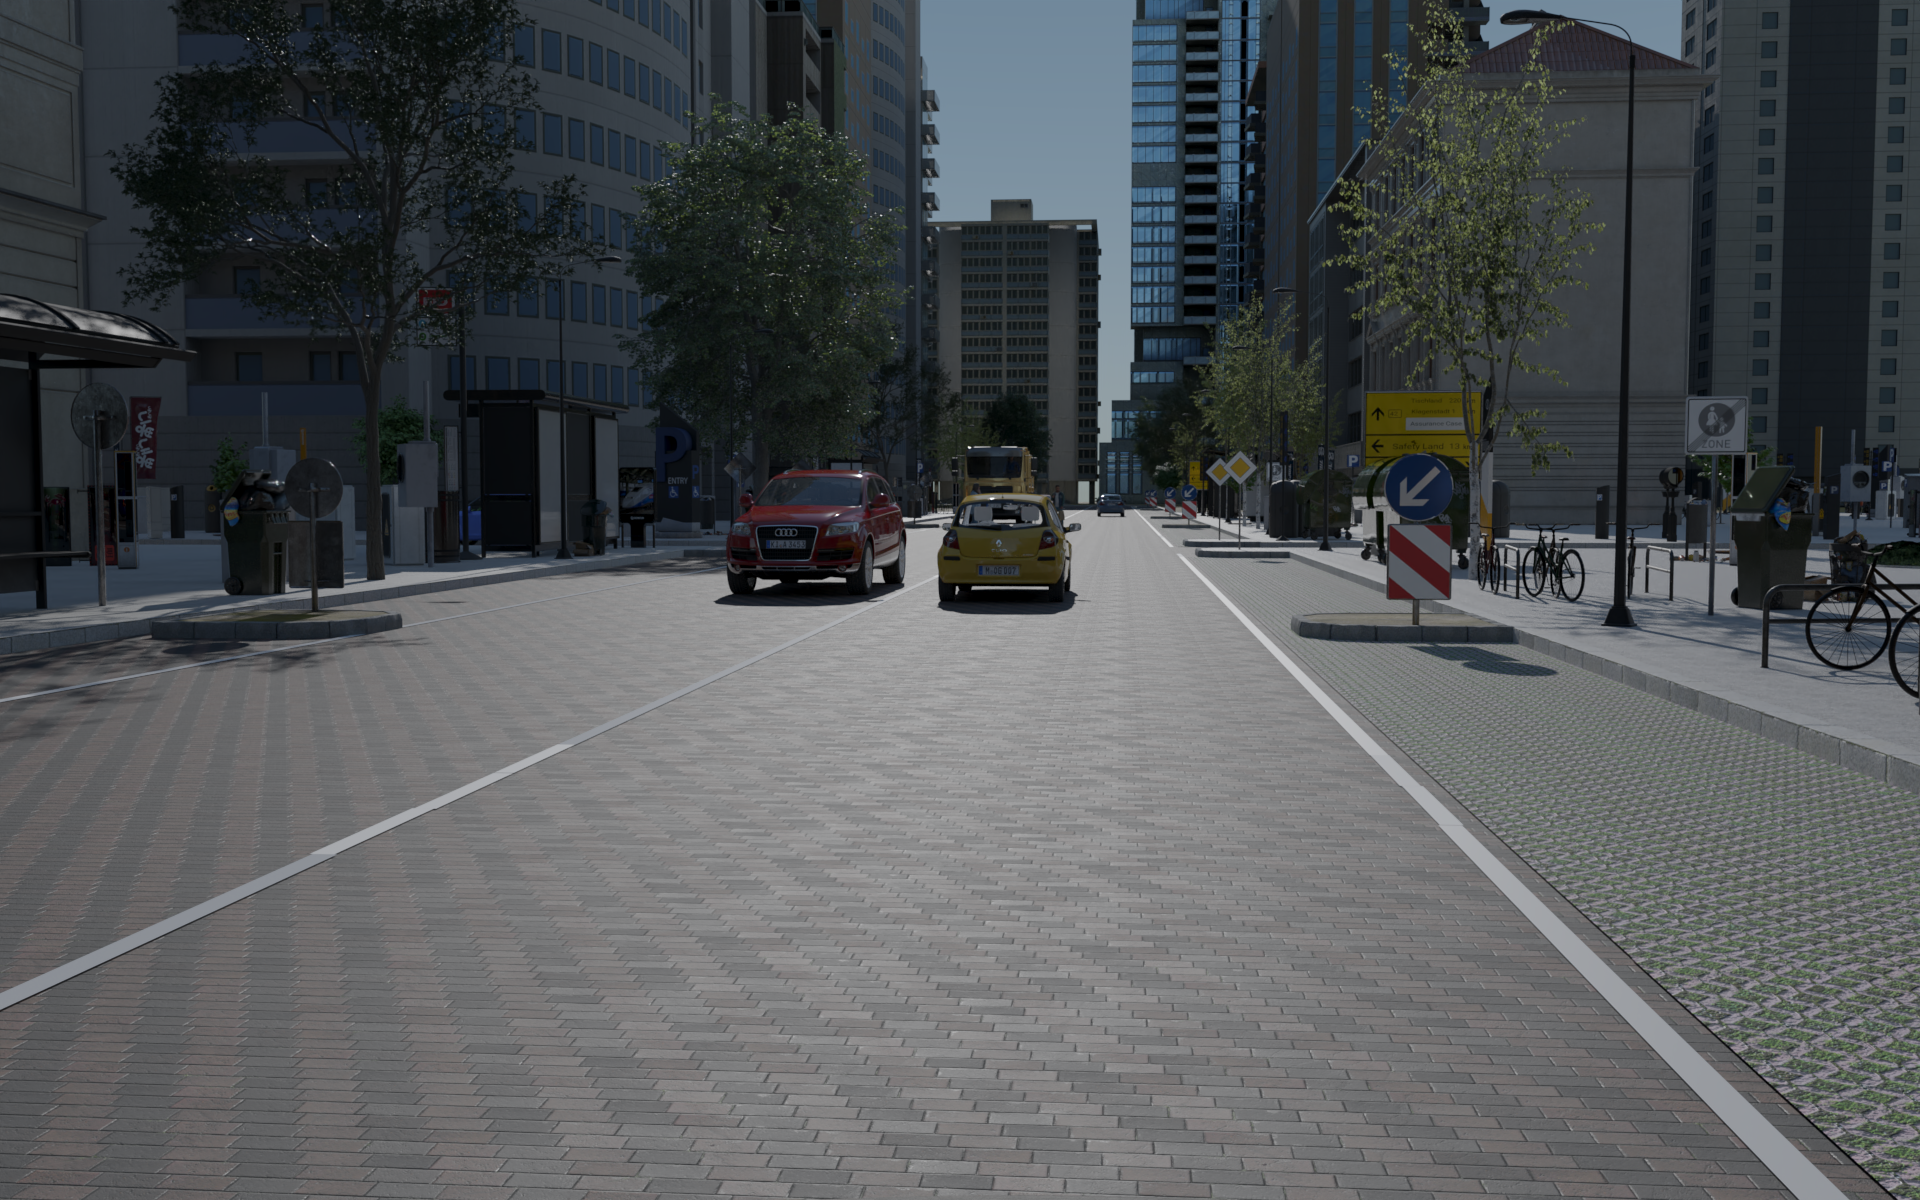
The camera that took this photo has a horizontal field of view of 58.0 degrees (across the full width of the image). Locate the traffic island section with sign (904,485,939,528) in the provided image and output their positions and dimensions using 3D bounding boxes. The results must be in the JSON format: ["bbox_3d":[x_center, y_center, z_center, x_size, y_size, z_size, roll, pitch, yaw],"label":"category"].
[{"bbox_3d":[-1.909,-3.966,73.478,1.989,1.847,2.006,0,4,5],"label":"traffic island section with sign"}]

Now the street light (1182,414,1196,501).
[{"bbox_3d":[13.542,-7.806,100.174,1.470,5.913,1.316,0,4,5],"label":"street light"}]

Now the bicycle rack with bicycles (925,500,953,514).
[{"bbox_3d":[-1.760,-5.991,111.328,2.852,0.926,2.925,1,4,21],"label":"bicycle rack with bicycles"}]

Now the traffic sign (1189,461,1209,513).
[{"bbox_3d":[15.137,-6.854,105.935,2.265,3.308,0.079,1,4,14],"label":"traffic sign"}]

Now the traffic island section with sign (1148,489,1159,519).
[{"bbox_3d":[11.956,-5.564,99.600,1.989,1.847,2.006,0,4,5],"label":"traffic island section with sign"}]

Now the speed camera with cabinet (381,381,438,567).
[{"bbox_3d":[-9.834,-2.233,30.854,0.660,3.252,2.038,-2,4,-30],"label":"speed camera with cabinet"}]

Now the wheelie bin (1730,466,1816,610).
[{"bbox_3d":[9.114,-0.706,19.450,0.693,1.594,0.980,-1,4,-10],"label":"wheelie bin"}]

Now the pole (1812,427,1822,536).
[{"bbox_3d":[25.973,-3.586,52.470,0.158,3.312,0.155,0,3,0],"label":"pole"}]

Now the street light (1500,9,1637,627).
[{"bbox_3d":[5.882,-2.704,16.745,1.470,5.913,1.316,0,4,5],"label":"street light"}]

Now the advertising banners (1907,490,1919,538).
[{"bbox_3d":[28.163,-3.329,50.609,0.090,3.025,2.074,1,4,9],"label":"advertising banners"}]

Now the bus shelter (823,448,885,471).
[{"bbox_3d":[-4.706,-5.090,77.144,2.014,3.302,5.546,0,4,5],"label":"bus shelter"}]

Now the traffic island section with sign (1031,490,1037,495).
[{"bbox_3d":[7.667,-10.343,177.730,1.989,1.847,2.006,0,4,5],"label":"traffic island section with sign"}]

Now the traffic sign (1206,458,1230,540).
[{"bbox_3d":[7.176,-2.704,47.858,0.795,2.450,0.064,0,4,5],"label":"traffic sign"}]

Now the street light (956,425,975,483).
[{"bbox_3d":[0.284,-8.826,116.839,1.470,5.913,1.316,0,4,5],"label":"street light"}]

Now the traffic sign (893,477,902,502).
[{"bbox_3d":[-3.775,-6.261,104.495,0.606,2.300,0.079,1,4,10],"label":"traffic sign"}]

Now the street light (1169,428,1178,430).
[{"bbox_3d":[15.486,-9.173,122.523,1.470,5.913,1.316,0,4,5],"label":"street light"}]

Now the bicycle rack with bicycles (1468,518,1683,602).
[{"bbox_3d":[7.707,-0.508,21.692,2.852,0.926,2.925,1,4,14],"label":"bicycle rack with bicycles"}]

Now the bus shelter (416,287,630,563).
[{"bbox_3d":[-9.197,-3.582,36.193,2.179,5.291,8.768,0,4,5],"label":"bus shelter"}]

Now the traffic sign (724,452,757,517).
[{"bbox_3d":[-5.198,-2.284,40.992,0.795,2.450,0.064,0,4,5],"label":"traffic sign"}]

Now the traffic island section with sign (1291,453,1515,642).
[{"bbox_3d":[4.429,-0.551,17.644,1.989,1.847,2.006,0,4,5],"label":"traffic island section with sign"}]

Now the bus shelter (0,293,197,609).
[{"bbox_3d":[-9.785,-1.397,16.771,2.014,3.302,5.546,0,4,5],"label":"bus shelter"}]

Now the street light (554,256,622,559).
[{"bbox_3d":[-7.301,-3.761,34.031,1.470,5.913,1.316,0,4,5],"label":"street light"}]

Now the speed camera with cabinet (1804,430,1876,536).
[{"bbox_3d":[26.765,-3.589,53.009,2.038,3.252,0.660,0,4,-6],"label":"speed camera with cabinet"}]

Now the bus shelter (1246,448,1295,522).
[{"bbox_3d":[13.810,-5.149,78.107,2.014,3.302,5.546,0,4,5],"label":"bus shelter"}]

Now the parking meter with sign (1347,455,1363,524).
[{"bbox_3d":[17.386,-4.881,76.059,0.543,3.016,1.738,0,4,3],"label":"parking meter with sign"}]

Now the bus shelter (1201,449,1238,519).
[{"bbox_3d":[13.967,-6.232,93.169,1.731,3.624,6.357,0,4,5],"label":"bus shelter"}]

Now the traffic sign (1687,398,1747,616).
[{"bbox_3d":[7.930,-0.984,18.224,0.606,2.300,0.079,1,4,13],"label":"traffic sign"}]

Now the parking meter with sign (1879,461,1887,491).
[{"bbox_3d":[48.548,-5.793,90.981,0.543,3.016,1.738,3,4,37],"label":"parking meter with sign"}]

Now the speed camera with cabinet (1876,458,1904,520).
[{"bbox_3d":[47.172,-5.710,87.690,2.038,3.252,0.660,-2,4,-35],"label":"speed camera with cabinet"}]

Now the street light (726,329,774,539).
[{"bbox_3d":[-5.923,-4.670,48.895,1.470,5.913,1.316,0,4,5],"label":"street light"}]

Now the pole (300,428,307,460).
[{"bbox_3d":[-20.228,-3.644,53.418,0.158,3.312,0.155,0,3,0],"label":"pole"}]

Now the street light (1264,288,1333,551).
[{"bbox_3d":[7.740,-4.072,39.112,1.470,5.913,1.316,0,4,5],"label":"street light"}]

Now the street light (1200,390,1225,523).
[{"bbox_3d":[11.455,-6.410,77.347,1.470,5.913,1.316,0,4,5],"label":"street light"}]

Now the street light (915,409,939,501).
[{"bbox_3d":[-1.820,-7.403,93.573,1.470,5.913,1.316,0,4,5],"label":"street light"}]

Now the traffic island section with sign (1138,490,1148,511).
[{"bbox_3d":[16.531,-8.601,149.260,1.989,1.847,2.006,0,4,5],"label":"traffic island section with sign"}]

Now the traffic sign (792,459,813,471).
[{"bbox_3d":[-4.468,-2.771,48.944,0.795,2.450,0.064,0,4,5],"label":"traffic sign"}]

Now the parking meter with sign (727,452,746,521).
[{"bbox_3d":[-8.861,-4.465,69.260,0.543,3.016,1.738,-1,4,-18],"label":"parking meter with sign"}]

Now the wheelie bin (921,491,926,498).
[{"bbox_3d":[-2.808,-7.125,124.406,0.693,1.594,0.980,0,4,4],"label":"wheelie bin"}]

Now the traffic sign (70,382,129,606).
[{"bbox_3d":[-9.835,-1.204,19.788,0.768,2.556,0.104,1,4,14],"label":"traffic sign"}]

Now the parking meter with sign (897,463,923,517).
[{"bbox_3d":[-2.889,-6.202,97.667,1.738,3.016,0.543,3,5,41],"label":"parking meter with sign"}]

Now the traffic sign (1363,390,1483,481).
[{"bbox_3d":[9.075,-2.456,34.026,2.265,3.308,0.079,1,4,9],"label":"traffic sign"}]

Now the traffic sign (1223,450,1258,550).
[{"bbox_3d":[6.445,-2.218,39.906,0.795,2.450,0.064,0,4,5],"label":"traffic sign"}]

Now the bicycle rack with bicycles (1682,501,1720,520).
[{"bbox_3d":[36.701,-4.534,87.505,2.852,0.926,2.925,0,4,3],"label":"bicycle rack with bicycles"}]

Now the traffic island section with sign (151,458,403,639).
[{"bbox_3d":[-6.996,-0.581,18.120,1.989,1.847,2.006,0,4,5],"label":"traffic island section with sign"}]

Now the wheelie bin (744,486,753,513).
[{"bbox_3d":[-7.597,-3.432,64.025,0.693,1.594,0.980,2,4,28],"label":"wheelie bin"}]

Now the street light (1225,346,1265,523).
[{"bbox_3d":[9.221,-5.004,54.361,1.470,5.913,1.316,0,4,5],"label":"street light"}]

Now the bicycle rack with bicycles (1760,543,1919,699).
[{"bbox_3d":[7.085,0.092,11.874,2.925,0.926,2.852,0,4,-5],"label":"bicycle rack with bicycles"}]

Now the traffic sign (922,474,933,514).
[{"bbox_3d":[-2.090,-6.605,108.095,0.768,2.556,0.104,1,4,10],"label":"traffic sign"}]

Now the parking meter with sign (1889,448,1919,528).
[{"bbox_3d":[36.011,-4.219,65.249,1.738,3.016,0.543,1,4,12],"label":"parking meter with sign"}]

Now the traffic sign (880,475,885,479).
[{"bbox_3d":[-4.288,-5.695,95.236,0.606,2.300,0.079,0,4,6],"label":"traffic sign"}]

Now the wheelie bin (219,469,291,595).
[{"bbox_3d":[-8.973,-0.872,22.172,0.693,1.594,0.980,1,4,9],"label":"wheelie bin"}]

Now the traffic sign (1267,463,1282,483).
[{"bbox_3d":[10.305,-3.327,56.523,0.606,2.300,0.079,1,4,9],"label":"traffic sign"}]

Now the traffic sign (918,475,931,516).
[{"bbox_3d":[-2.088,-6.191,102.404,0.795,2.450,0.064,0,4,8],"label":"traffic sign"}]

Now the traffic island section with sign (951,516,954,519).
[{"bbox_3d":[0.552,-5.608,100.321,1.989,1.847,2.006,0,4,5],"label":"traffic island section with sign"}]

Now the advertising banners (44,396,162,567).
[{"bbox_3d":[-15.324,-2.121,30.872,2.074,3.025,0.090,-1,4,-20],"label":"advertising banners"}]

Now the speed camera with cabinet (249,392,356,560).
[{"bbox_3d":[-12.798,-2.407,33.698,2.038,3.252,0.660,1,4,19],"label":"speed camera with cabinet"}]

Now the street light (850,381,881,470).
[{"bbox_3d":[-3.938,-6.037,71.240,1.470,5.913,1.316,0,4,5],"label":"street light"}]

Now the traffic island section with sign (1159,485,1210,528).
[{"bbox_3d":[9.489,-3.922,72.758,1.989,1.847,2.006,0,4,5],"label":"traffic island section with sign"}]
